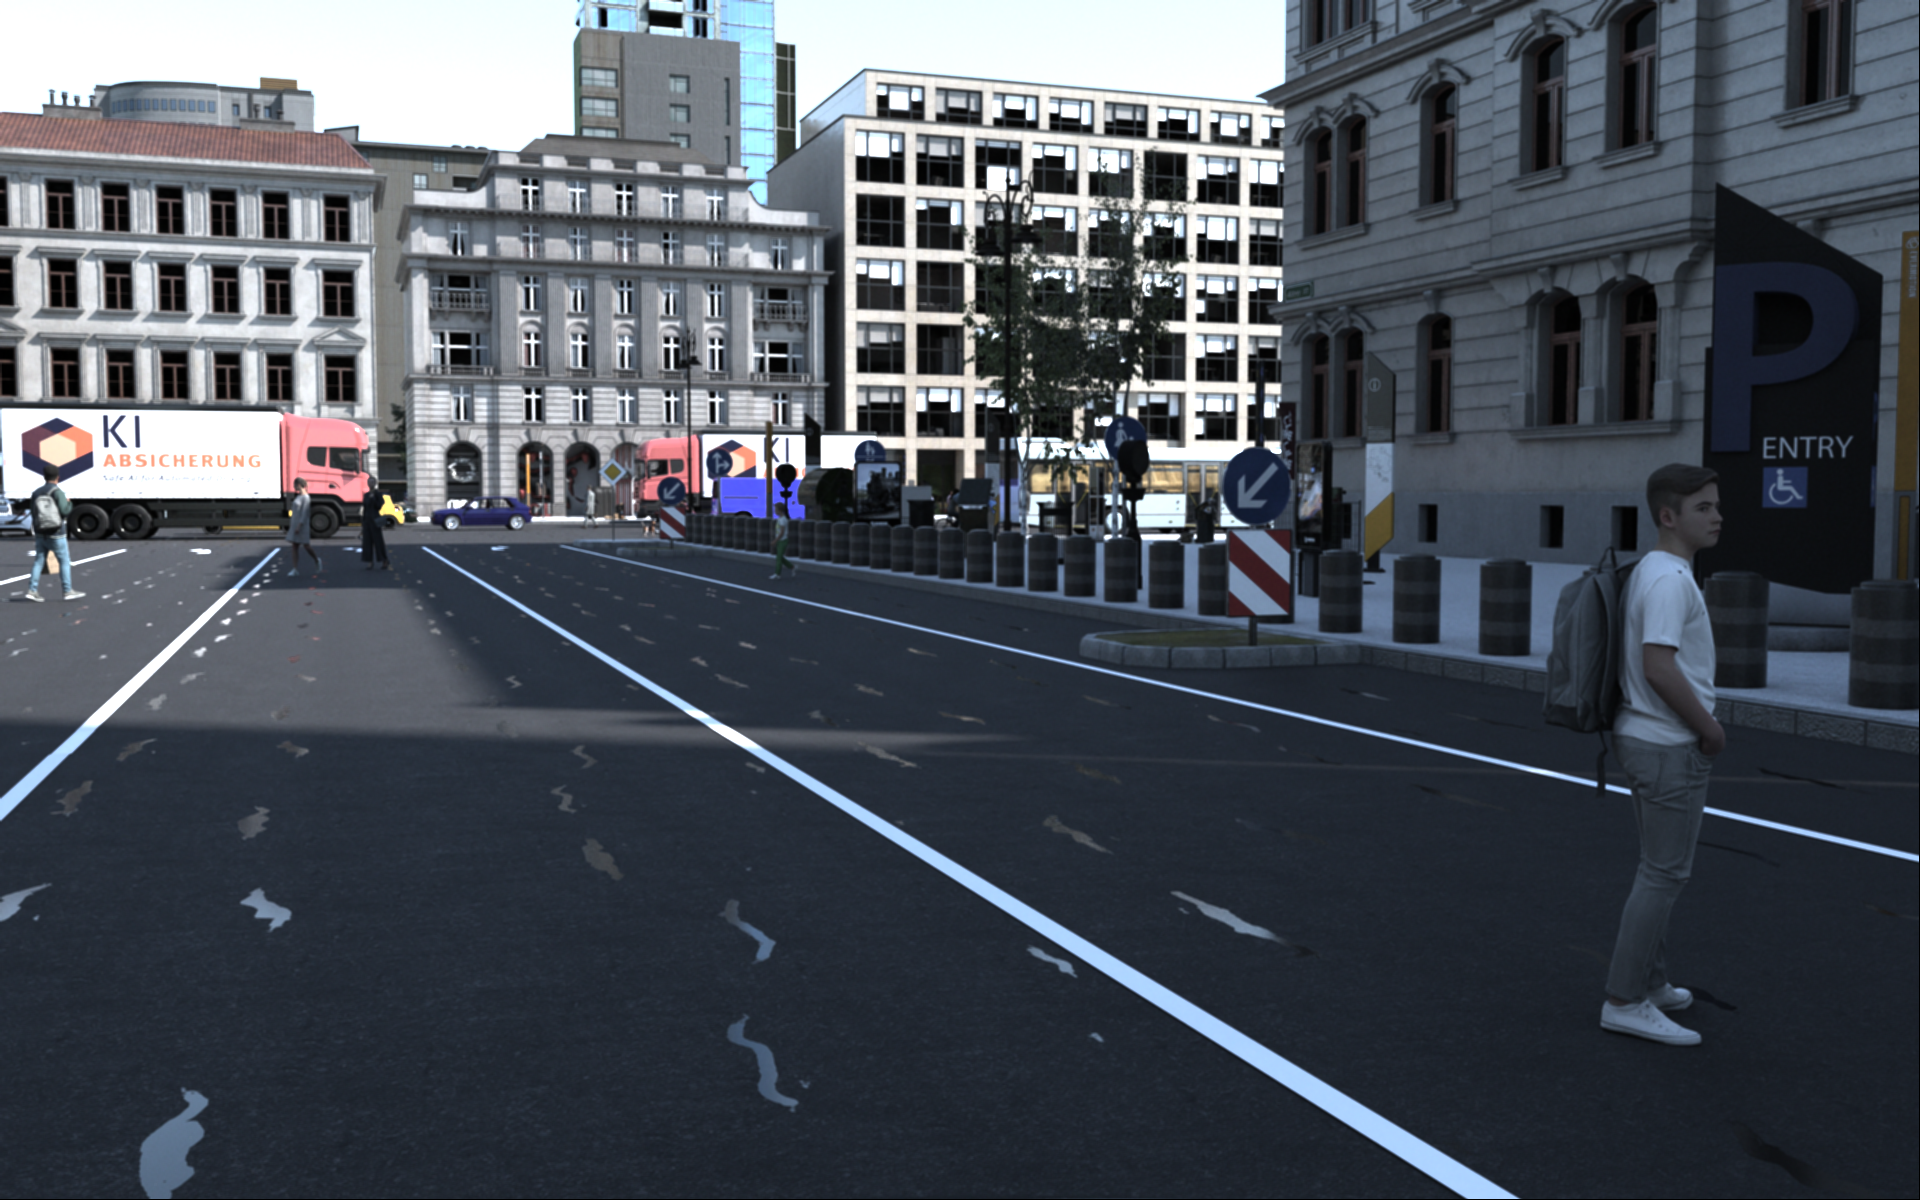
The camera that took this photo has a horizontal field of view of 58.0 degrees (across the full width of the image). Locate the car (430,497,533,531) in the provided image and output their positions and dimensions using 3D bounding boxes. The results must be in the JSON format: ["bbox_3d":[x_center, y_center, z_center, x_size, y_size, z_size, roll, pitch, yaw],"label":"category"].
[{"bbox_3d":[-19.115,-3.457,69.101,3.894,1.354,1.945,-1,4,-21],"label":"car"}]

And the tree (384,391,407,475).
[{"bbox_3d":[-54.642,-16.773,180.893,9.857,13.997,8.962,0,3,0],"label":"tree"}]

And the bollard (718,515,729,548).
[{"bbox_3d":[-5.432,-1.612,41.071,0.404,0.777,0.398,0,3,0],"label":"bollard"}]

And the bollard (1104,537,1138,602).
[{"bbox_3d":[1.919,-0.364,20.663,0.404,0.777,0.398,0,3,0],"label":"bollard"}]

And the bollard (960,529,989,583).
[{"bbox_3d":[0.289,-0.641,25.197,0.404,0.777,0.398,0,3,0],"label":"bollard"}]

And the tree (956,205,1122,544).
[{"bbox_3d":[1.723,-5.729,44.034,4.737,8.622,4.395,0,3,0],"label":"tree"}]

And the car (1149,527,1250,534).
[{"bbox_3d":[8.967,-3.286,63.507,4.222,1.686,2.009,-1,4,-18],"label":"car"}]

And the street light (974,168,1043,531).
[{"bbox_3d":[0.686,-3.190,24.949,0.468,5.910,1.993,-1,4,-20],"label":"street light"}]

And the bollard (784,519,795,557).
[{"bbox_3d":[-3.395,-1.266,35.412,0.404,0.777,0.398,0,3,0],"label":"bollard"}]

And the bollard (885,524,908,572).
[{"bbox_3d":[-0.939,-0.850,28.609,0.404,0.777,0.398,0,3,0],"label":"bollard"}]

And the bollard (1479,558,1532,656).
[{"bbox_3d":[4.366,0.052,13.865,0.404,0.777,0.398,0,3,0],"label":"bollard"}]

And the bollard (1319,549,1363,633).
[{"bbox_3d":[3.550,-0.087,16.139,0.404,0.777,0.398,0,3,0],"label":"bollard"}]

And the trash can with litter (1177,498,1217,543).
[{"bbox_3d":[6.146,-2.058,45.037,1.055,1.170,0.624,2,4,34],"label":"trash can with litter"}]

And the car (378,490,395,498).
[{"bbox_3d":[-54.400,-9.440,163.012,2.281,1.827,5.304,-1,4,-18],"label":"car"}]

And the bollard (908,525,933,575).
[{"bbox_3d":[-0.536,-0.780,27.477,0.404,0.777,0.398,0,3,0],"label":"bollard"}]

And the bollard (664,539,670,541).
[{"bbox_3d":[-7.880,-2.027,47.865,0.404,0.777,0.398,0,3,0],"label":"bollard"}]

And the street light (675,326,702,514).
[{"bbox_3d":[-7.487,-4.595,47.912,0.468,5.910,1.993,-1,4,-20],"label":"street light"}]

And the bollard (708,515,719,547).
[{"bbox_3d":[-5.839,-1.681,42.202,0.404,0.777,0.398,0,3,0],"label":"bollard"}]

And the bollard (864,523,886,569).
[{"bbox_3d":[-1.348,-0.919,29.739,0.404,0.777,0.398,0,3,0],"label":"bollard"}]

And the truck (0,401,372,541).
[{"bbox_3d":[-24.009,-4.053,55.185,11.283,4.237,2.839,-1,4,-18],"label":"truck"}]

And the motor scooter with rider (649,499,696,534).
[{"bbox_3d":[-10.304,-3.298,62.888,1.986,1.779,0.876,-1,4,-19],"label":"motor scooter with rider"}]

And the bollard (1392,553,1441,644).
[{"bbox_3d":[3.957,-0.017,15.002,0.404,0.777,0.398,0,3,0],"label":"bollard"}]

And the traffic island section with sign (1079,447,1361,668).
[{"bbox_3d":[2.140,-0.405,15.252,1.989,1.847,2.006,-1,4,-20],"label":"traffic island section with sign"}]

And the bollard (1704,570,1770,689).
[{"bbox_3d":[5.189,0.191,11.588,0.404,0.777,0.398,0,3,0],"label":"bollard"}]

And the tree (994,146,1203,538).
[{"bbox_3d":[3.156,-5.288,36.822,4.360,8.622,3.978,0,3,0],"label":"tree"}]

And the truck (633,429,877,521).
[{"bbox_3d":[-9.416,-5.381,76.892,11.283,4.237,2.839,-1,4,-19],"label":"truck"}]

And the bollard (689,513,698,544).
[{"bbox_3d":[-6.652,-1.819,44.465,0.404,0.777,0.398,0,3,0],"label":"bollard"}]

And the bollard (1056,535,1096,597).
[{"bbox_3d":[1.509,-0.433,21.803,0.404,0.777,0.398,0,3,0],"label":"bollard"}]

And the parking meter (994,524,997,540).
[{"bbox_3d":[0.855,-2.428,48.110,0.372,1.533,0.369,0,3,0],"label":"parking meter"}]

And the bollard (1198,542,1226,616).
[{"bbox_3d":[2.732,-0.225,18.400,0.404,0.777,0.398,0,3,0],"label":"bollard"}]

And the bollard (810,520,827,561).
[{"bbox_3d":[-2.580,-1.127,33.151,0.404,0.777,0.398,0,3,0],"label":"bollard"}]

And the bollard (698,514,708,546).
[{"bbox_3d":[-6.245,-1.750,43.334,0.404,0.777,0.398,0,3,0],"label":"bollard"}]

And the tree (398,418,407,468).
[{"bbox_3d":[-41.176,-13.788,142.436,9.611,12.733,9.660,0,3,0],"label":"tree"}]

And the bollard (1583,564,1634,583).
[{"bbox_3d":[4.780,0.122,12.723,0.404,0.777,0.398,0,3,0],"label":"bollard"}]

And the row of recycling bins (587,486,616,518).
[{"bbox_3d":[-19.486,-5.340,94.428,1.069,1.692,3.534,0,4,3],"label":"row of recycling bins"}]

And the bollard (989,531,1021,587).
[{"bbox_3d":[0.699,-0.572,24.067,0.404,0.777,0.398,0,3,0],"label":"bollard"}]

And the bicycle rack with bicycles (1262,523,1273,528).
[{"bbox_3d":[10.895,-2.478,53.905,2.852,0.926,2.925,-3,5,-42],"label":"bicycle rack with bicycles"}]

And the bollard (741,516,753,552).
[{"bbox_3d":[-4.619,-1.473,38.806,0.404,0.777,0.398,0,3,0],"label":"bollard"}]

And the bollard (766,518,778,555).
[{"bbox_3d":[-3.802,-1.335,36.543,0.404,0.777,0.398,0,3,0],"label":"bollard"}]

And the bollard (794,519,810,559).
[{"bbox_3d":[-2.986,-1.197,34.282,0.404,0.777,0.398,0,3,0],"label":"bollard"}]

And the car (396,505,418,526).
[{"bbox_3d":[-26.311,-4.113,77.037,4.222,1.686,2.009,-1,4,-19],"label":"car"}]

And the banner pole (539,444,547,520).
[{"bbox_3d":[-20.825,-5.884,86.221,0.401,3.779,0.863,0,4,-1],"label":"banner pole"}]

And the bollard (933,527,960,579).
[{"bbox_3d":[-0.125,-0.711,26.338,0.404,0.777,0.398,0,3,0],"label":"bollard"}]

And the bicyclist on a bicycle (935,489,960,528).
[{"bbox_3d":[-0.084,-2.972,58.616,1.625,1.676,1.499,-1,4,-19],"label":"bicyclist on a bicycle"}]

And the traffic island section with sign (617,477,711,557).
[{"bbox_3d":[-7.018,-1.963,40.729,1.989,1.847,2.006,-1,4,-20],"label":"traffic island section with sign"}]

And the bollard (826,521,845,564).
[{"bbox_3d":[-2.174,-1.058,32.020,0.404,0.777,0.398,0,3,0],"label":"bollard"}]

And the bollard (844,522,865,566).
[{"bbox_3d":[-1.767,-0.989,30.889,0.404,0.777,0.398,0,3,0],"label":"bollard"}]

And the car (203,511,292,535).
[{"bbox_3d":[-25.249,-3.167,62.009,3.980,1.641,2.015,-1,4,-20],"label":"car"}]

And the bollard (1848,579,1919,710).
[{"bbox_3d":[5.595,0.261,10.455,0.404,0.777,0.398,0,3,0],"label":"bollard"}]

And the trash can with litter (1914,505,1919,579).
[{"bbox_3d":[10.983,-0.473,18.784,1.678,1.210,2.233,-3,5,-41],"label":"trash can with litter"}]

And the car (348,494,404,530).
[{"bbox_3d":[-24.366,-3.618,69.385,3.980,1.641,2.015,-1,4,-19],"label":"car"}]

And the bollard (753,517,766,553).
[{"bbox_3d":[-4.207,-1.404,37.677,0.404,0.777,0.398,0,3,0],"label":"bollard"}]

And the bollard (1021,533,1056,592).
[{"bbox_3d":[1.099,-0.503,22.934,0.404,0.777,0.398,0,3,0],"label":"bollard"}]

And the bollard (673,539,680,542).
[{"bbox_3d":[-7.469,-1.958,46.725,0.404,0.777,0.398,0,3,0],"label":"bollard"}]

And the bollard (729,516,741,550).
[{"bbox_3d":[-5.024,-1.543,39.937,0.404,0.777,0.398,0,3,0],"label":"bollard"}]

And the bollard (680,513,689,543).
[{"bbox_3d":[-7.062,-1.889,45.595,0.404,0.777,0.398,0,3,0],"label":"bollard"}]

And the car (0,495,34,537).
[{"bbox_3d":[-32.409,-2.887,59.197,2.014,1.417,4.499,-1,4,-19],"label":"car"}]

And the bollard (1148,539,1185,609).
[{"bbox_3d":[2.328,-0.294,19.532,0.404,0.777,0.398,0,3,0],"label":"bollard"}]

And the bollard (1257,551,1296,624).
[{"bbox_3d":[3.138,-0.156,17.268,0.404,0.777,0.398,0,3,0],"label":"bollard"}]
